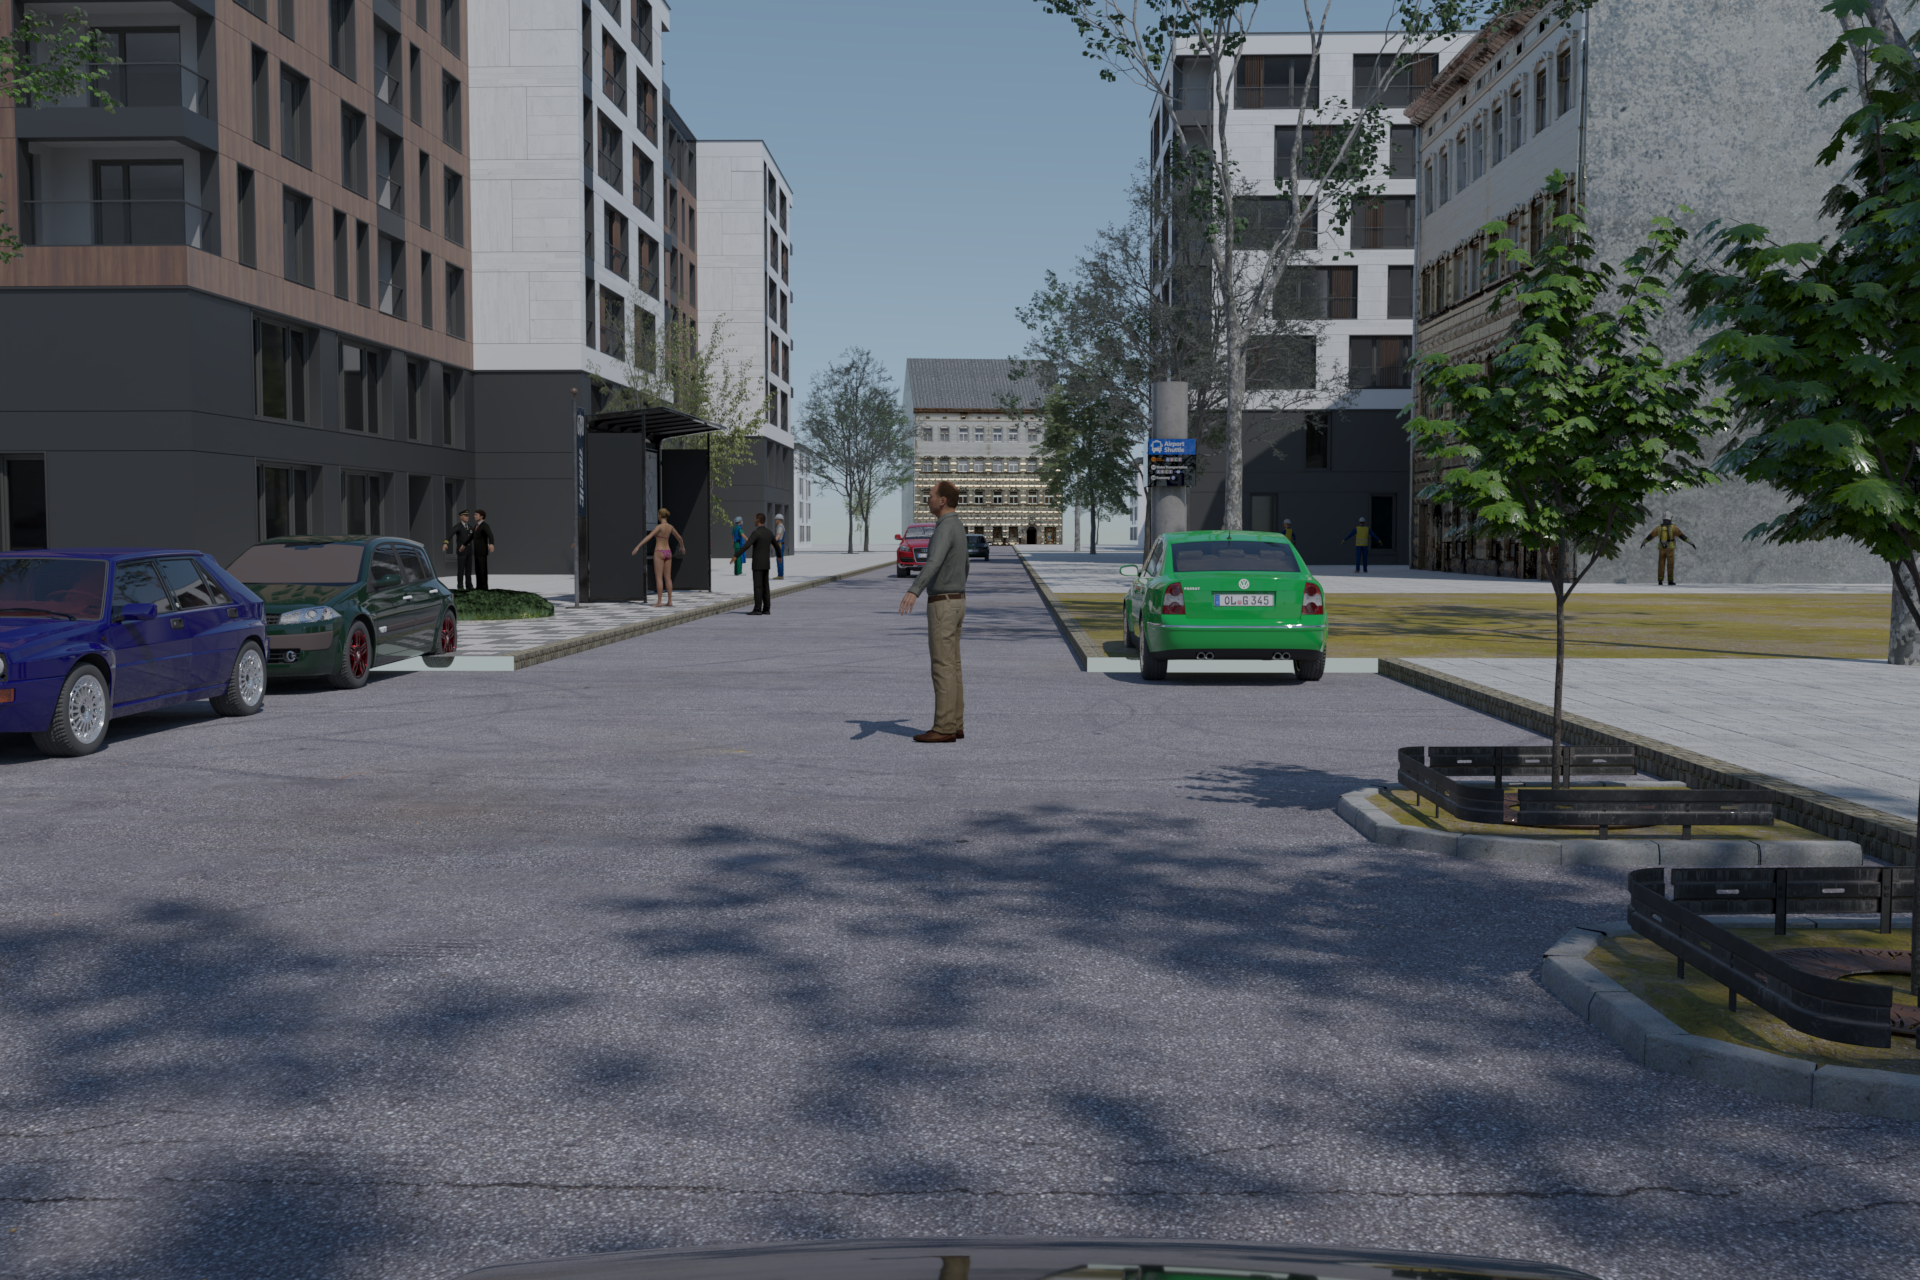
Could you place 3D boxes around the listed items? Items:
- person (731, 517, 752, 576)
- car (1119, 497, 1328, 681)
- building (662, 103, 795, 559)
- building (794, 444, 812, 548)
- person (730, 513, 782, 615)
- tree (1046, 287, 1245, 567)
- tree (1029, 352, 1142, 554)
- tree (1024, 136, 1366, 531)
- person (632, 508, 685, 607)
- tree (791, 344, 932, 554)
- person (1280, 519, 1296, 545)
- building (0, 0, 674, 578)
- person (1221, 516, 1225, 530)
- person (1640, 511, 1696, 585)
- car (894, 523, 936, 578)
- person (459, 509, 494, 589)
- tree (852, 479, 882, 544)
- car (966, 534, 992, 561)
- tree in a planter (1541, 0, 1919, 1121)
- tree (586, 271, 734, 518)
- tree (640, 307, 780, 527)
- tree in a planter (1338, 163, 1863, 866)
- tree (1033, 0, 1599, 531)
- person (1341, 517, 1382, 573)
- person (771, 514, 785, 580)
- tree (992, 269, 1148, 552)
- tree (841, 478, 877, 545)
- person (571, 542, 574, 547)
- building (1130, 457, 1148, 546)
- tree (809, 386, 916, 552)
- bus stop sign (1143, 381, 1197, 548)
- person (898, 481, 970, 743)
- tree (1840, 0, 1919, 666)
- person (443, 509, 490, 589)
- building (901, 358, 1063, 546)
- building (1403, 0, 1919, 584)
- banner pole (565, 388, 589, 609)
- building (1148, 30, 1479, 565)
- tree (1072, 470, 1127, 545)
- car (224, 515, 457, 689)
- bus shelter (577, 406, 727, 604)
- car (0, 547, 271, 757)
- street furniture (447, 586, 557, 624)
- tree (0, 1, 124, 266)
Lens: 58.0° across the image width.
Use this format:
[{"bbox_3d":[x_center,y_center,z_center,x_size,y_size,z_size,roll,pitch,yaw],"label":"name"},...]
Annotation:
[{"bbox_3d":[-6.764,-2.879,53.192,0.704,1.817,1.347,-2,4,-32],"label":"person"},{"bbox_3d":[2.708,-0.584,18.339,1.959,1.807,4.718,0,4,2],"label":"car"},{"bbox_3d":[-24.173,-14.934,88.147,27.936,21.610,32.646,0,4,1],"label":"building"},{"bbox_3d":[-19.228,-14.115,172.935,9.099,9.664,28.070,0,4,1],"label":"building"},{"bbox_3d":[-3.549,-1.344,30.661,0.704,1.802,1.346,2,4,34],"label":"person"},{"bbox_3d":[7.058,-8.073,66.413,8.767,10.594,7.601,1,4,21],"label":"tree"},{"bbox_3d":[8.002,-11.649,108.594,7.486,12.596,7.792,0,3,0],"label":"tree"},{"bbox_3d":[7.116,-8.817,54.531,12.009,13.543,11.850,0,3,0],"label":"tree"},{"bbox_3d":[-5.306,-1.458,30.641,0.721,1.733,1.217,3,4,37],"label":"person"},{"bbox_3d":[-6.933,-12.293,111.361,12.009,13.543,11.850,0,3,0],"label":"tree"},{"bbox_3d":[10.657,-3.084,56.881,1.216,1.772,0.721,-3,5,-42],"label":"person"},{"bbox_3d":[-25.798,-12.730,52.111,27.936,21.610,32.646,0,4,2],"label":"building"},{"bbox_3d":[7.744,-2.693,50.164,0.705,1.813,1.348,1,4,21],"label":"person"},{"bbox_3d":[17.771,-2.310,43.530,1.354,1.858,0.705,3,4,39],"label":"person"},{"bbox_3d":[-1.030,-3.034,58.280,2.281,1.827,5.304,0,4,1],"label":"car"},{"bbox_3d":[-10.305,-1.893,37.144,0.705,1.806,1.347,-3,5,-44],"label":"person"},{"bbox_3d":[-11.228,-16.279,216.519,4.360,8.622,3.978,0,3,0],"label":"tree"},{"bbox_3d":[0.709,-5.087,92.955,2.009,1.686,4.222,0,4,0],"label":"car"},{"bbox_3d":[2.842,-0.478,5.032,1.991,3.239,1.994,0,4,1],"label":"tree in a planter"},{"bbox_3d":[-8.572,-6.027,48.898,4.360,8.622,3.978,0,3,0],"label":"tree"},{"bbox_3d":[-8.354,-6.523,57.007,4.737,8.622,4.395,0,3,0],"label":"tree"},{"bbox_3d":[2.925,-0.683,8.396,1.991,3.239,1.994,0,4,1],"label":"tree in a planter"},{"bbox_3d":[7.211,-11.099,37.357,12.611,20.169,13.585,0,3,0],"label":"tree"},{"bbox_3d":[13.377,-3.162,57.666,1.349,1.833,0.705,0,4,6],"label":"person"},{"bbox_3d":[-5.124,-2.634,48.929,0.705,1.847,1.347,0,4,3],"label":"person"},{"bbox_3d":[8.329,-16.329,122.871,12.611,20.169,13.585,0,3,0],"label":"tree"},{"bbox_3d":[-12.355,-15.993,211.851,4.737,8.622,4.395,0,3,0],"label":"tree"},{"bbox_3d":[-10.561,-2.610,48.902,0.704,1.802,1.346,1,4,15],"label":"person"},{"bbox_3d":[23.850,-15.087,188.814,9.099,9.664,28.070,0,4,2],"label":"building"},{"bbox_3d":[-6.763,-12.021,122.293,9.928,11.665,9.643,0,3,0],"label":"tree"},{"bbox_3d":[3.650,-2.520,30.213,0.837,3.901,0.837,0,4,1],"label":"bus stop sign"},{"bbox_3d":[-0.128,-0.201,12.009,0.705,1.796,1.348,1,4,15],"label":"person"},{"bbox_3d":[9.575,-9.910,17.922,12.611,20.169,13.585,0,3,0],"label":"tree"},{"bbox_3d":[-11.222,-2.041,39.305,0.705,1.837,1.347,3,4,36],"label":"person"},{"bbox_3d":[2.401,-23.393,215.868,18.063,23.208,19.493,0,4,-6],"label":"building"},{"bbox_3d":[25.346,-13.577,52.910,19.493,23.208,18.063,0,4,1],"label":"building"},{"bbox_3d":[-6.600,-2.446,30.012,0.401,3.779,0.863,0,4,3],"label":"banner pole"},{"bbox_3d":[23.255,-14.855,86.859,27.936,21.610,32.646,0,4,2],"label":"building"},{"bbox_3d":[17.151,-17.005,212.441,7.601,10.594,8.767,1,4,11],"label":"tree"},{"bbox_3d":[-6.372,-0.457,17.253,2.009,1.686,4.222,0,4,2],"label":"car"},{"bbox_3d":[-6.140,-2.676,35.039,1.731,3.624,6.357,0,4,3],"label":"bus shelter"},{"bbox_3d":[-6.460,0.012,12.377,1.945,1.354,3.894,0,4,1],"label":"car"},{"bbox_3d":[-10.847,-0.527,24.240,10.072,0.657,5.734,-1,4,-11],"label":"street furniture"},{"bbox_3d":[-12.323,-5.609,17.467,9.928,11.665,9.643,0,3,0],"label":"tree"}]
